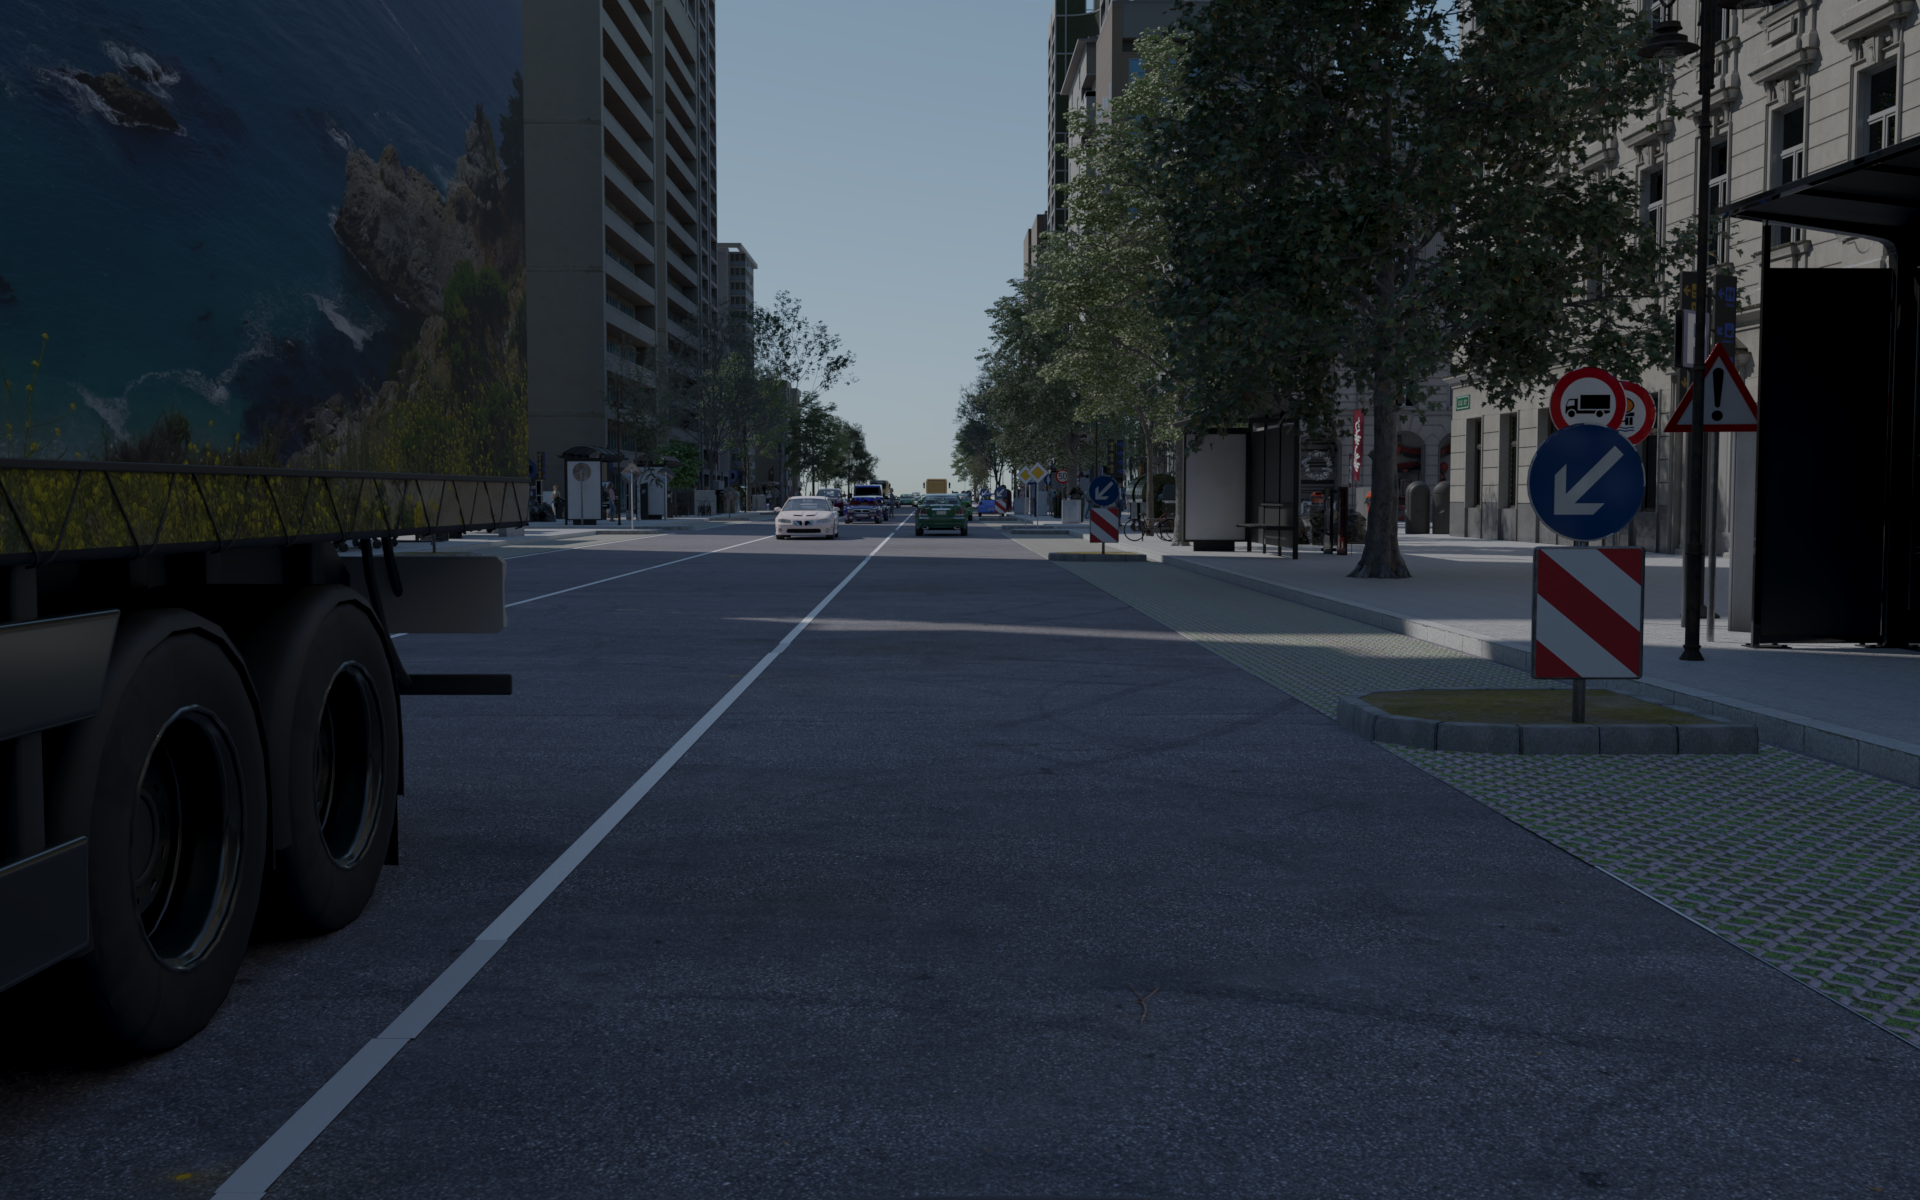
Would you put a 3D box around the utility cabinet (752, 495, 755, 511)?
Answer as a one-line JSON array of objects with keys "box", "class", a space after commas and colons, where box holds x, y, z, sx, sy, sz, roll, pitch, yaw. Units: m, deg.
[{"box": [-15.911, -7.555, 134.688, 0.306, 1.237, 1.020, 0, 4, 4], "class": "utility cabinet"}]

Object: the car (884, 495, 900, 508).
[{"box": [-7.061, -10.059, 177.045, 1.945, 1.354, 3.894, 0, 4, 1], "class": "car"}]

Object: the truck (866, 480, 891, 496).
[{"box": [-11.266, -15.038, 241.798, 3.469, 3.379, 9.791, 0, 4, 0], "class": "truck"}]

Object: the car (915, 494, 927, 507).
[{"box": [-2.173, -6.906, 124.714, 2.131, 1.459, 4.920, 0, 4, 0], "class": "car"}]

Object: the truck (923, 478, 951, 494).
[{"box": [-2.889, -13.358, 214.322, 3.469, 3.379, 9.791, 0, 4, 0], "class": "truck"}]

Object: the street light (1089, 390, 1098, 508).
[{"box": [4.890, -5.455, 61.980, 0.468, 5.910, 1.993, 0, 4, -1], "class": "street light"}]

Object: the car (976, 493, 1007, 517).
[{"box": [1.990, -6.116, 109.593, 1.945, 1.707, 3.694, 0, 4, 1], "class": "car"}]

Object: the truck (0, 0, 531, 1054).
[{"box": [-3.133, -0.822, 2.350, 2.839, 4.237, 11.283, 0, 4, 0], "class": "truck"}]

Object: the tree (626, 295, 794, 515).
[{"box": [-15.331, -12.017, 106.855, 12.009, 13.543, 11.850, 0, 3, 0], "class": "tree"}]

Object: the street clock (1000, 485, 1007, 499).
[{"box": [3.277, -7.752, 131.315, 0.471, 2.002, 0.358, -1, 4, -15], "class": "street clock"}]

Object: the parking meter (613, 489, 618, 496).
[{"box": [-18.233, -5.100, 91.788, 0.372, 1.533, 0.369, 0, 3, 0], "class": "parking meter"}]

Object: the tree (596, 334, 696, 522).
[{"box": [-14.740, -7.957, 80.459, 4.360, 8.622, 3.978, 0, 3, 0], "class": "tree"}]

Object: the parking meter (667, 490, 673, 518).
[{"box": [-15.459, -5.125, 92.203, 0.372, 1.533, 0.369, 0, 3, 0], "class": "parking meter"}]

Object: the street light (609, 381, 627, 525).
[{"box": [-13.971, -6.000, 70.881, 0.468, 5.910, 1.993, 0, 4, -1], "class": "street light"}]

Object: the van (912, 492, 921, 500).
[{"box": [-7.392, -17.288, 289.665, 2.013, 2.044, 4.112, 0, 4, 0], "class": "van"}]

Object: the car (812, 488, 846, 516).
[{"box": [-8.652, -6.487, 114.732, 2.281, 1.827, 5.304, 0, 4, -2], "class": "car"}]

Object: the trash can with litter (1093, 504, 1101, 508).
[{"box": [11.040, -8.102, 143.854, 1.055, 1.170, 0.624, 2, 4, 29], "class": "trash can with litter"}]

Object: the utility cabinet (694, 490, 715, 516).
[{"box": [-15.018, -5.706, 101.965, 1.173, 1.500, 0.318, -2, 4, -30], "class": "utility cabinet"}]

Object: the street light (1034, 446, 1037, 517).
[{"box": [4.231, -7.585, 96.799, 0.468, 5.910, 1.993, 0, 4, -1], "class": "street light"}]

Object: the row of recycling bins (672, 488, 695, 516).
[{"box": [-16.770, -6.000, 105.206, 1.069, 1.692, 3.534, 0, 4, 3], "class": "row of recycling bins"}]

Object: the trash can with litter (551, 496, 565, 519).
[{"box": [-20.368, -4.731, 88.738, 0.624, 1.170, 1.055, 2, 4, 32], "class": "trash can with litter"}]

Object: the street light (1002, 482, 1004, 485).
[{"box": [3.592, -10.519, 144.781, 0.468, 5.910, 1.993, 0, 4, -1], "class": "street light"}]

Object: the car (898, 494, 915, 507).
[{"box": [-5.978, -11.275, 193.137, 1.959, 1.807, 4.718, 0, 3, 0], "class": "car"}]

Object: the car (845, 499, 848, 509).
[{"box": [-8.739, -6.782, 120.484, 1.945, 1.707, 3.694, 0, 4, -1], "class": "car"}]

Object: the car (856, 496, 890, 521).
[{"box": [-4.730, -4.947, 93.460, 1.945, 1.354, 3.894, 0, 4, -3], "class": "car"}]

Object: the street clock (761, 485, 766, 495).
[{"box": [-15.960, -8.372, 141.450, 0.471, 2.002, 0.358, -3, 5, -43], "class": "street clock"}]

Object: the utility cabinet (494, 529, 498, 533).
[{"box": [-14.875, -2.930, 56.588, 0.318, 1.500, 1.173, 1, 4, 9], "class": "utility cabinet"}]

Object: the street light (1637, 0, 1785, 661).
[{"box": [5.657, -2.472, 13.211, 0.468, 5.910, 1.993, 0, 4, -1], "class": "street light"}]

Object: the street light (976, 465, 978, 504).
[{"box": [2.225, -15.188, 221.108, 0.468, 5.910, 1.993, 0, 4, -1], "class": "street light"}]

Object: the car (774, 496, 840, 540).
[{"box": [-4.909, -2.668, 55.987, 2.083, 1.381, 4.827, 0, 4, -1], "class": "car"}]

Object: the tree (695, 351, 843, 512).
[{"box": [-15.689, -12.306, 126.962, 9.928, 11.665, 9.643, 0, 3, 0], "class": "tree"}]

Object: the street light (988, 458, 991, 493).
[{"box": [3.040, -12.253, 173.129, 0.468, 5.910, 1.993, 0, 4, -1], "class": "street light"}]

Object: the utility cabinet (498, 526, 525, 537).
[{"box": [-13.577, -2.522, 52.394, 0.306, 1.237, 1.020, 1, 4, 18], "class": "utility cabinet"}]

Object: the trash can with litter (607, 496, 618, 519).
[{"box": [-18.263, -4.845, 90.611, 0.624, 1.170, 1.055, -3, 5, -42], "class": "trash can with litter"}]

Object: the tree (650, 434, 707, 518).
[{"box": [-15.491, -6.797, 94.845, 4.285, 4.588, 4.351, 0, 3, 0], "class": "tree"}]

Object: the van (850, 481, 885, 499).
[{"box": [-5.904, -6.554, 111.545, 2.240, 2.365, 5.245, 0, 4, -1], "class": "van"}]

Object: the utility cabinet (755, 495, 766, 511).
[{"box": [-15.358, -7.530, 134.270, 0.306, 1.237, 1.020, 1, 4, 14], "class": "utility cabinet"}]

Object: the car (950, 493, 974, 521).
[{"box": [-0.224, -5.195, 93.733, 1.959, 1.807, 4.718, 0, 4, -1], "class": "car"}]

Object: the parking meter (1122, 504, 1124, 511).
[{"box": [12.028, -7.390, 129.231, 0.372, 1.533, 0.369, 0, 3, 0], "class": "parking meter"}]

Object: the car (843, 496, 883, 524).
[{"box": [-4.707, -4.401, 84.536, 1.945, 1.354, 3.894, 0, 4, -1], "class": "car"}]

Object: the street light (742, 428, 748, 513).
[{"box": [-14.741, -8.934, 118.861, 0.468, 5.910, 1.993, 0, 4, -1], "class": "street light"}]

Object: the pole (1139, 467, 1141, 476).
[{"box": [12.708, -7.857, 122.297, 0.158, 3.312, 0.155, 0, 3, 0], "class": "pole"}]

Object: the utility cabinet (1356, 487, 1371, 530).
[{"box": [13.175, -2.899, 56.075, 0.318, 1.500, 1.173, 3, 4, 36], "class": "utility cabinet"}]

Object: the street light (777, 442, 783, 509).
[{"box": [-15.285, -10.649, 146.896, 0.468, 5.910, 1.993, 0, 4, -1], "class": "street light"}]

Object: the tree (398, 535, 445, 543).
[{"box": [-14.593, -3.830, 46.329, 4.285, 4.588, 4.351, 0, 3, 0], "class": "tree"}]

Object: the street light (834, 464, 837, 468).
[{"box": [-16.625, -15.742, 230.161, 0.468, 5.910, 1.993, 0, 4, -1], "class": "street light"}]

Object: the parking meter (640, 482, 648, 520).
[{"box": [-15.653, -4.897, 85.775, 0.399, 1.863, 0.255, 0, 3, 0], "class": "parking meter"}]

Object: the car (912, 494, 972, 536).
[{"box": [-0.638, -2.994, 60.746, 2.131, 1.459, 4.920, 0, 4, 0], "class": "car"}]
